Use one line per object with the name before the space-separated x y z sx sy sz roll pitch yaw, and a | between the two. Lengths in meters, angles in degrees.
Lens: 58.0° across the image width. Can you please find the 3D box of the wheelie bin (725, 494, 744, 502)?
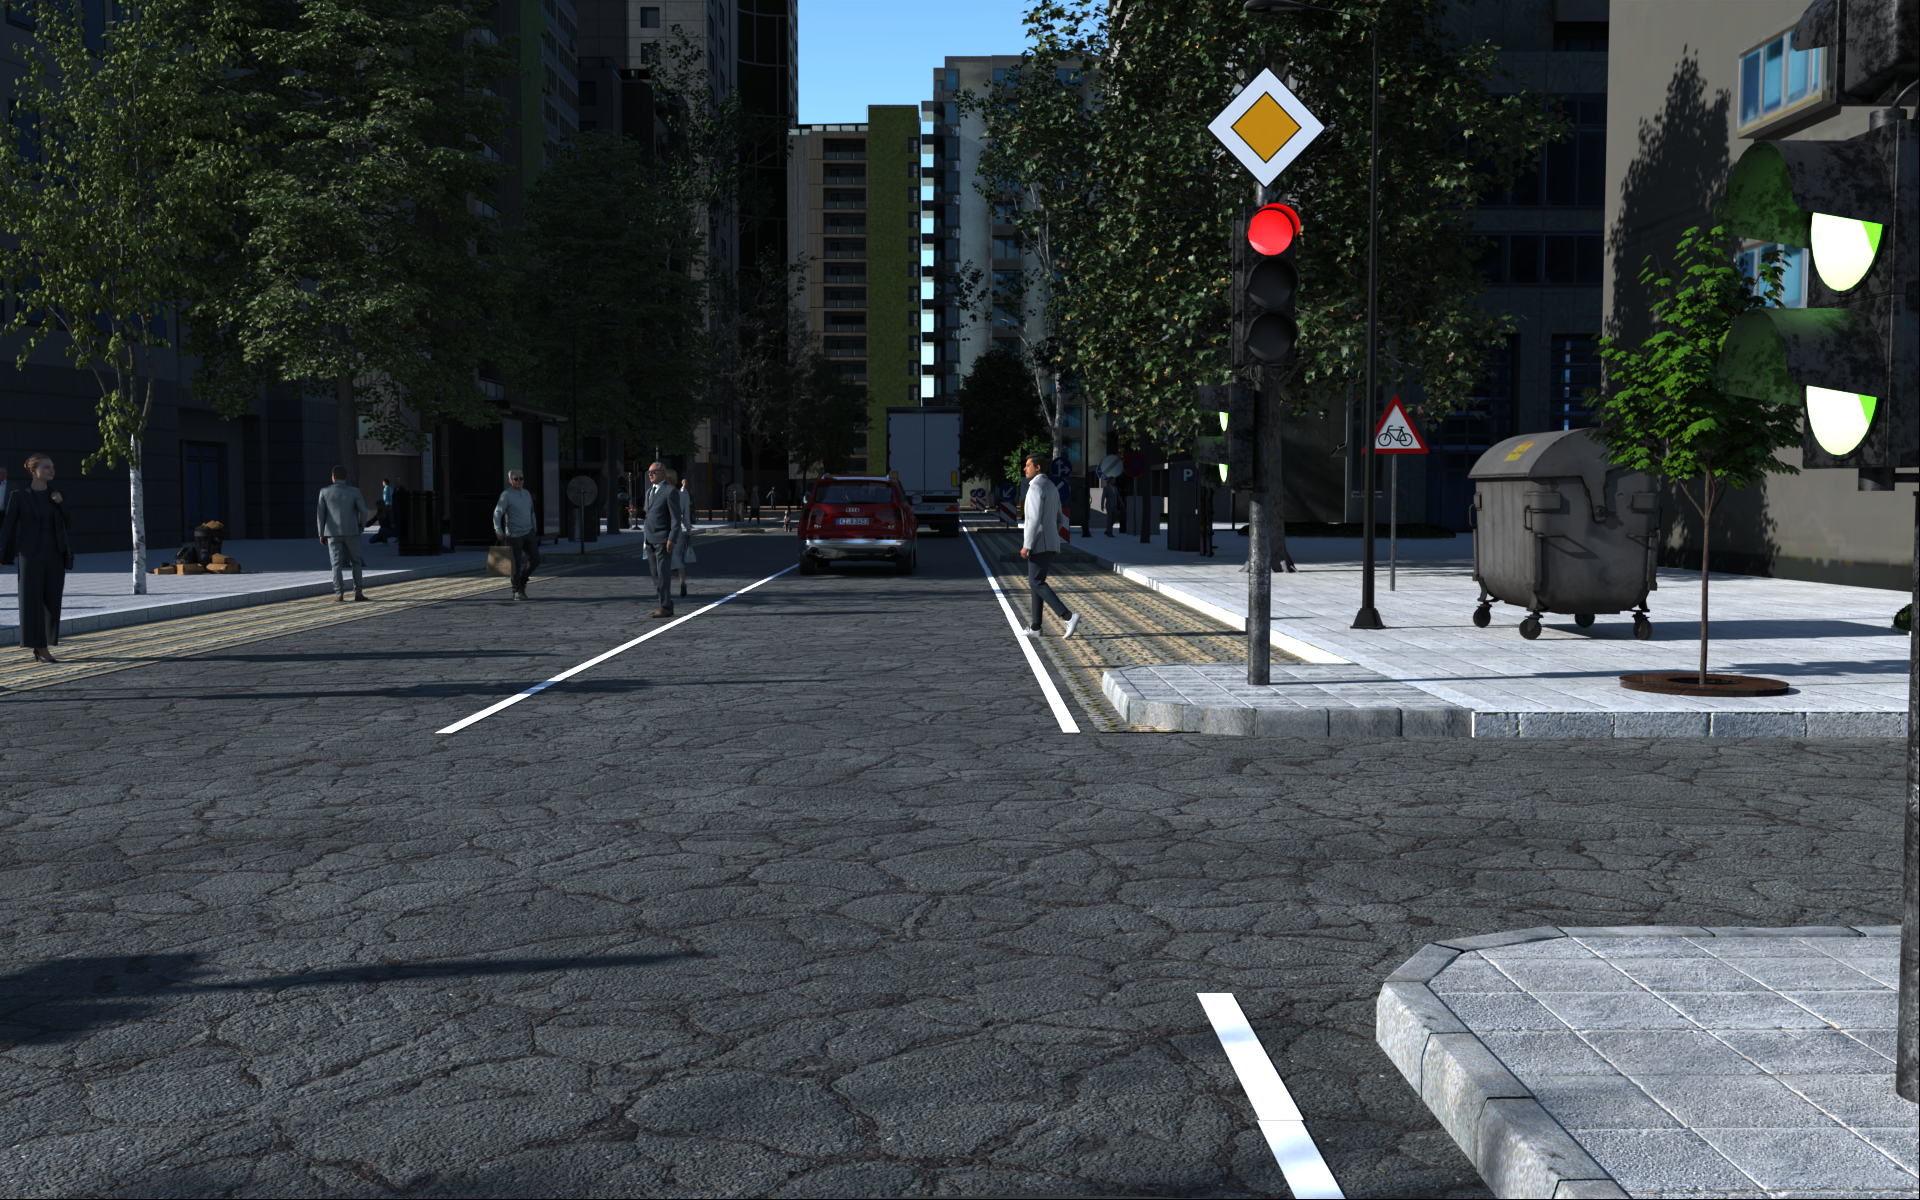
wheelie bin | -10.807 -4.598 83.089 0.980 1.594 0.693 0 4 8

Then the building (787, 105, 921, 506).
building | -11.156 -30.692 185.413 14.086 41.232 14.154 0 4 0

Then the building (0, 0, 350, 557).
building | -29.146 -30.319 37.712 21.231 58.520 28.212 0 4 0

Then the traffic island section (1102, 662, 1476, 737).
traffic island section | 2.035 0.649 11.672 2.009 0.180 2.903 0 4 0

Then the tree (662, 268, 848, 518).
tree | -11.168 -11.250 94.313 12.009 13.543 11.850 0 3 0

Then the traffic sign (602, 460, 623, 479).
traffic sign | -12.442 -3.783 61.962 0.768 2.556 0.104 0 4 6

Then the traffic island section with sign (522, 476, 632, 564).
traffic island section with sign | -7.975 -1.695 36.342 1.989 1.847 2.006 0 4 0

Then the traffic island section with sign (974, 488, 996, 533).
traffic island section with sign | 1.630 -3.373 63.781 1.989 1.847 2.006 0 4 0

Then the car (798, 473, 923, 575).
car | -1.846 -1.443 32.273 2.281 1.827 5.304 0 3 0

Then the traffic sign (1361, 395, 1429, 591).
traffic sign | 5.724 -1.397 22.848 0.884 2.594 0.081 0 4 1

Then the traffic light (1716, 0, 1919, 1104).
traffic light | 2.057 -0.896 3.573 0.839 4.253 0.868 0 4 0

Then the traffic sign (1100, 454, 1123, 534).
traffic sign | 4.875 -3.400 55.698 0.768 2.556 0.104 0 4 3

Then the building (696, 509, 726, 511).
building | -29.632 -43.087 142.717 20.611 71.187 20.563 0 4 0

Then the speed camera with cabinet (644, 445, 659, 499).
speed camera with cabinet | -11.295 -4.245 63.749 0.660 3.252 2.038 -1 4 -9

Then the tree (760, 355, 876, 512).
tree | -11.344 -12.326 127.287 9.928 11.665 9.643 0 3 0

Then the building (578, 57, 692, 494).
building | -26.389 -21.197 118.270 14.160 30.474 14.107 0 4 0

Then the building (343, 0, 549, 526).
building | -26.361 -23.909 74.513 14.154 41.232 14.086 0 4 0

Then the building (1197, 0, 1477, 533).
building | 23.277 -46.294 69.584 22.319 86.520 31.000 0 4 0

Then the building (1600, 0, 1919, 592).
building | 22.877 -24.716 27.810 21.600 48.544 21.300 0 4 0

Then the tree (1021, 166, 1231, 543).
tree | 5.171 -6.774 45.168 7.601 10.594 8.767 -2 4 -24

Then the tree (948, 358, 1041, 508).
tree | 3.198 -15.609 161.865 9.857 13.997 8.962 0 3 0

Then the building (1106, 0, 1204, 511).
building | 22.006 -30.494 122.278 21.300 48.544 21.600 0 4 0

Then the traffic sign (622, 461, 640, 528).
traffic sign | -12.455 -3.999 65.485 0.768 2.556 0.104 0 4 8

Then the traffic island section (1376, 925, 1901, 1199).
traffic island section | 2.097 1.137 3.687 2.009 0.180 2.903 0 4 0

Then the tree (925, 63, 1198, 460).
tree | 4.877 -13.346 74.104 12.611 20.169 13.585 0 3 0

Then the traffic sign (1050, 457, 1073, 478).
traffic sign | 3.454 -3.609 59.105 0.768 2.556 0.104 0 4 5

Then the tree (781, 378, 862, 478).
tree | -12.733 -14.868 161.224 7.486 12.596 7.792 0 3 0

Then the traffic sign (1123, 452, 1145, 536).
traffic sign | 5.319 -3.209 52.578 0.768 2.556 0.104 1 4 9

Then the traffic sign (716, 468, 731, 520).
traffic sign | -11.718 -5.247 85.891 0.768 2.556 0.104 0 4 3

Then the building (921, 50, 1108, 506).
building | 11.080 -34.870 189.736 30.456 49.044 23.786 0 4 0

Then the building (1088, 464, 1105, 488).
building | 21.527 -43.082 142.650 20.563 71.187 20.611 0 4 0

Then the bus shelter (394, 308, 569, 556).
bus shelter | -11.065 -3.812 39.964 2.179 5.291 8.768 0 4 0

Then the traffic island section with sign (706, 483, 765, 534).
traffic island section with sign | -8.186 -3.345 63.319 1.989 1.847 2.006 0 4 0

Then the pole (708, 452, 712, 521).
pole | -12.063 -5.492 83.636 0.158 3.312 0.155 0 3 0

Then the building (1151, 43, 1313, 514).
building | 27.644 -24.925 99.410 32.217 40.220 23.993 0 4 0

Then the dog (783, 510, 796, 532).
dog | -6.441 -2.993 65.765 0.513 0.831 0.800 3 5 41

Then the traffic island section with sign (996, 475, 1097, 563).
traffic island section with sign | 1.848 -1.716 36.680 1.989 1.847 2.006 0 4 0

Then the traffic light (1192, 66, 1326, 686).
traffic light | 1.995 -1.384 11.557 0.839 4.253 0.868 0 4 0

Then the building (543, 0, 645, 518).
building | -35.168 -24.872 98.538 32.217 40.220 23.993 0 4 0

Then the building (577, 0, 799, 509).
building | -28.527 -45.816 187.342 20.611 71.187 20.563 0 4 0

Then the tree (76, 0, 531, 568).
tree | -11.047 -6.830 29.790 7.486 12.596 7.792 0 3 0

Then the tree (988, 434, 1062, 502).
tree | 4.133 -6.720 93.588 4.285 4.588 4.351 0 3 0

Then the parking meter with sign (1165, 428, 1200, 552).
parking meter with sign | 5.025 -2.628 39.229 0.543 3.016 1.738 -1 4 -13

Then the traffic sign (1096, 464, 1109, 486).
traffic sign | 5.618 -4.060 66.487 0.768 2.556 0.104 0 4 3

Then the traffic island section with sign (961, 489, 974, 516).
traffic island section with sign | 1.239 -6.426 113.694 1.989 1.847 2.006 0 4 0

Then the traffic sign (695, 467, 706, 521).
traffic sign | -12.620 -5.091 83.234 0.884 2.594 0.081 0 4 7

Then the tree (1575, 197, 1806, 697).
tree | 5.040 -1.026 11.374 1.663 3.219 1.824 0 3 0

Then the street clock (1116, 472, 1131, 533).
street clock | 5.330 -3.178 56.535 0.358 2.002 0.471 -3 5 -41

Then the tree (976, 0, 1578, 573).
tree | 5.101 -6.814 28.411 9.611 12.733 9.660 0 3 0

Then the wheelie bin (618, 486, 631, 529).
wheelie bin | -12.568 -3.423 63.877 0.980 1.594 0.693 1 4 20
